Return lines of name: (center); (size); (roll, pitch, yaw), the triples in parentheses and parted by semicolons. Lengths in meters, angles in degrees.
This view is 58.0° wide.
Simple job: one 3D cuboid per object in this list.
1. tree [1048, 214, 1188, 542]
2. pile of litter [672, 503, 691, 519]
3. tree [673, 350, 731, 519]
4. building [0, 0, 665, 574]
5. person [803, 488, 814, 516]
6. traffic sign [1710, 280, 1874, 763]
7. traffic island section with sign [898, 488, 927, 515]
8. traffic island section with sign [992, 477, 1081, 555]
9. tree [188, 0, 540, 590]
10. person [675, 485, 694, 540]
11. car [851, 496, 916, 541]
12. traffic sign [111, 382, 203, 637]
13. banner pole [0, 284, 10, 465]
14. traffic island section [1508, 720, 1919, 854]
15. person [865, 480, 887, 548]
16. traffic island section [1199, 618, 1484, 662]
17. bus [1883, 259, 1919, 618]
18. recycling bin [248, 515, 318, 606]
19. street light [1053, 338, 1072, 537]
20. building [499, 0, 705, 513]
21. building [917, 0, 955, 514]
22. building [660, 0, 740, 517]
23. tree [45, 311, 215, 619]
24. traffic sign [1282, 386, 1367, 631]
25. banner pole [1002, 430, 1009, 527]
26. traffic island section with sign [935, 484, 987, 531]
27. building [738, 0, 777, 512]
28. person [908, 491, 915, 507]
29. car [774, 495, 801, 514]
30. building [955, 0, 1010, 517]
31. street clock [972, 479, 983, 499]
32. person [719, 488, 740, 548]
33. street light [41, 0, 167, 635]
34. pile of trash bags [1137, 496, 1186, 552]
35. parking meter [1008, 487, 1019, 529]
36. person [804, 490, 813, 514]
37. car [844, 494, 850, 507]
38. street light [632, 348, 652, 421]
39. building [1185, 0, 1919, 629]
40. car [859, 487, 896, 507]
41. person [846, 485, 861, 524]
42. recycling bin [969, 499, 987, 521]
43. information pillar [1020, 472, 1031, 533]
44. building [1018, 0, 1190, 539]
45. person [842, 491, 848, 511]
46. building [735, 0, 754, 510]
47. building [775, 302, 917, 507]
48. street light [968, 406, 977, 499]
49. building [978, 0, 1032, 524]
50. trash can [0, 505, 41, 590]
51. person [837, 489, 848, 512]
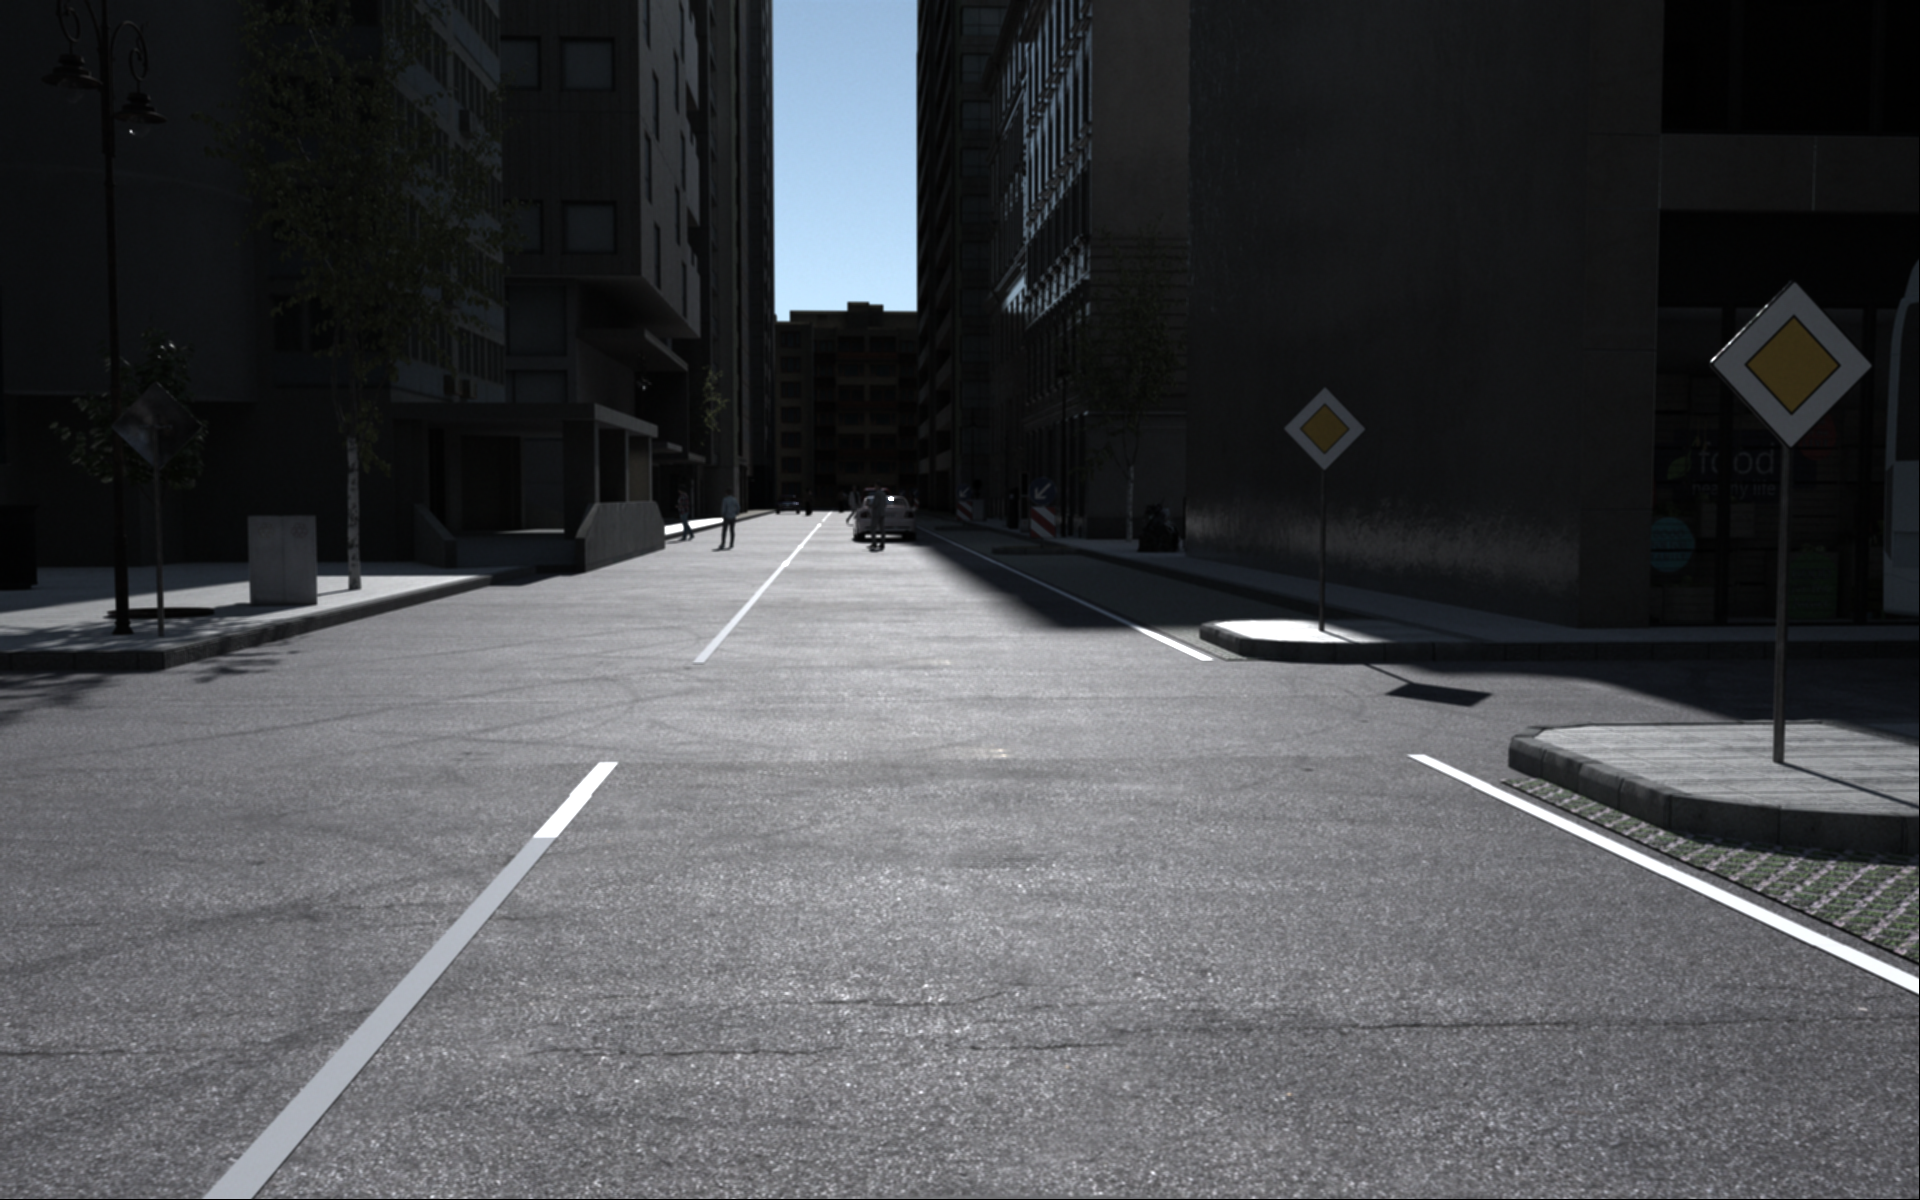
tree: (4.474, -5.855, 46.099); (4.737, 8.622, 4.395); (0, 3, 0)
pile of litter: (-14.252, -4.591, 89.027); (1.176, 0.858, 1.719); (1, 4, 16)
tree: (-13.811, -8.393, 87.593); (4.360, 8.622, 3.978); (0, 3, 0)
building: (-23.340, -21.055, 36.127); (32.217, 40.220, 23.993); (0, 4, -4)
person: (-10.146, -6.564, 115.835); (0.705, 1.823, 1.348); (-2, 4, -35)
traffic sign: (3.911, -0.280, 8.220); (0.795, 2.450, 0.064); (0, 4, -4)
traffic island section with sign: (-3.235, -6.691, 118.023); (1.989, 1.847, 2.006); (0, 4, -4)
traffic island section with sign: (1.782, -2.004, 41.394); (1.989, 1.847, 2.006); (0, 4, -4)
tree: (-7.948, -4.454, 23.190); (4.737, 8.622, 4.395); (0, 3, 0)
person: (-8.497, -2.703, 53.527); (0.643, 1.720, 0.563); (-1, 4, -19)
car: (-2.403, -2.597, 54.821); (2.083, 1.381, 4.827); (0, 4, -5)
traffic sign: (-7.183, -0.726, 15.520); (0.795, 2.450, 0.064); (0, 4, -4)
banner pole: (-10.225, -1.705, 17.889); (0.401, 3.779, 0.863); (2, 4, 27)
traffic island section: (3.934, 0.855, 8.299); (2.009, 0.180, 2.903); (0, 4, -4)
person: (-2.241, -2.290, 46.134); (0.583, 1.804, 0.606); (1, 4, 19)
traffic island section: (3.413, 0.368, 16.267); (2.009, 0.180, 2.903); (0, 4, -4)
bus: (14.007, -1.109, 12.996); (13.247, 3.499, 2.948); (0, 4, -5)
recycling bin: (-7.900, -0.467, 20.188); (0.722, 1.027, 0.722); (-1, 4, -23)
street light: (3.086, -4.810, 51.423); (0.468, 5.910, 1.993); (0, 4, -4)
building: (-24.959, -29.367, 69.391); (28.713, 52.752, 27.495); (0, 4, -4)
building: (7.601, -31.701, 142.014); (21.300, 48.544, 21.600); (0, 4, -4)
building: (-19.929, -25.258, 96.566); (14.154, 41.232, 14.086); (0, 4, -4)
tree: (-8.442, -1.454, 18.367); (1.663, 3.219, 1.824); (0, 3, 0)
traffic sign: (3.390, -0.767, 16.188); (0.795, 2.450, 0.064); (0, 4, -4)
banner pole: (1.795, -4.712, 67.065); (0.401, 3.779, 0.863); (1, 4, 12)
traffic island section with sign: (0.011, -3.649, 68.291); (1.989, 1.847, 2.006); (0, 4, -4)
building: (-27.354, -43.821, 154.717); (20.611, 71.187, 20.563); (0, 4, -4)
person: (-3.130, -6.214, 111.572); (0.415, 1.643, 0.593); (-1, 4, -19)
car: (-12.526, -6.944, 126.110); (1.945, 1.354, 3.894); (0, 4, -6)
building: (6.615, -25.562, 101.539); (14.154, 41.232, 14.086); (0, 4, -4)
street clock: (0.831, -4.821, 83.387); (0.471, 2.002, 0.358); (-1, 4, -12)
person: (-6.181, -2.209, 46.422); (0.589, 1.601, 0.330); (-2, 4, -26)
street light: (-7.664, -2.623, 15.680); (0.468, 5.910, 1.993); (0, 4, -4)
pile of trash bags: (5.145, -1.822, 39.543); (1.912, 1.369, 3.447); (1, 4, 16)
parking meter: (1.975, -3.399, 63.981); (0.372, 1.533, 0.369); (0, 3, 0)
person: (-10.976, -7.084, 125.119); (0.742, 1.727, 0.445); (1, 4, 20)
car: (-10.225, -9.205, 162.292); (2.131, 1.459, 4.920); (0, 4, -5)
street light: (-10.113, -5.040, 55.184); (0.468, 5.910, 1.993); (0, 4, -4)
building: (22.221, -13.568, 26.357); (34.151, 26.468, 19.350); (0, 4, -4)
car: (-4.887, -5.664, 101.280); (2.281, 1.827, 5.304); (0, 4, -2)
person: (-4.993, -4.469, 81.450); (0.818, 1.842, 0.514); (3, 4, 37)
recycling bin: (0.846, -4.248, 82.005); (0.722, 1.027, 0.722); (1, 4, 13)
information pillar: (2.177, -3.251, 57.641); (0.304, 2.012, 0.304); (1, 4, 12)
building: (7.668, -12.744, 57.515); (9.793, 20.994, 18.267); (0, 4, -4)
person: (-9.939, -8.497, 148.363); (0.756, 1.711, 0.436); (0, 4, -4)
building: (-23.174, -29.444, 131.514); (14.600, 45.320, 14.200); (0, 4, -4)
building: (-10.168, -20.966, 187.830); (28.899, 21.520, 27.650); (0, 4, -4)
street light: (0.660, -7.226, 90.929); (0.468, 5.910, 1.993); (0, 4, -4)
building: (7.941, -17.233, 79.031); (12.463, 27.353, 25.104); (0, 4, -4)
trash can: (-12.736, -0.708, 23.235); (0.748, 1.137, 0.748); (0, 3, 0)
person: (-9.278, -7.773, 135.591); (0.705, 1.823, 1.348); (2, 4, 32)
